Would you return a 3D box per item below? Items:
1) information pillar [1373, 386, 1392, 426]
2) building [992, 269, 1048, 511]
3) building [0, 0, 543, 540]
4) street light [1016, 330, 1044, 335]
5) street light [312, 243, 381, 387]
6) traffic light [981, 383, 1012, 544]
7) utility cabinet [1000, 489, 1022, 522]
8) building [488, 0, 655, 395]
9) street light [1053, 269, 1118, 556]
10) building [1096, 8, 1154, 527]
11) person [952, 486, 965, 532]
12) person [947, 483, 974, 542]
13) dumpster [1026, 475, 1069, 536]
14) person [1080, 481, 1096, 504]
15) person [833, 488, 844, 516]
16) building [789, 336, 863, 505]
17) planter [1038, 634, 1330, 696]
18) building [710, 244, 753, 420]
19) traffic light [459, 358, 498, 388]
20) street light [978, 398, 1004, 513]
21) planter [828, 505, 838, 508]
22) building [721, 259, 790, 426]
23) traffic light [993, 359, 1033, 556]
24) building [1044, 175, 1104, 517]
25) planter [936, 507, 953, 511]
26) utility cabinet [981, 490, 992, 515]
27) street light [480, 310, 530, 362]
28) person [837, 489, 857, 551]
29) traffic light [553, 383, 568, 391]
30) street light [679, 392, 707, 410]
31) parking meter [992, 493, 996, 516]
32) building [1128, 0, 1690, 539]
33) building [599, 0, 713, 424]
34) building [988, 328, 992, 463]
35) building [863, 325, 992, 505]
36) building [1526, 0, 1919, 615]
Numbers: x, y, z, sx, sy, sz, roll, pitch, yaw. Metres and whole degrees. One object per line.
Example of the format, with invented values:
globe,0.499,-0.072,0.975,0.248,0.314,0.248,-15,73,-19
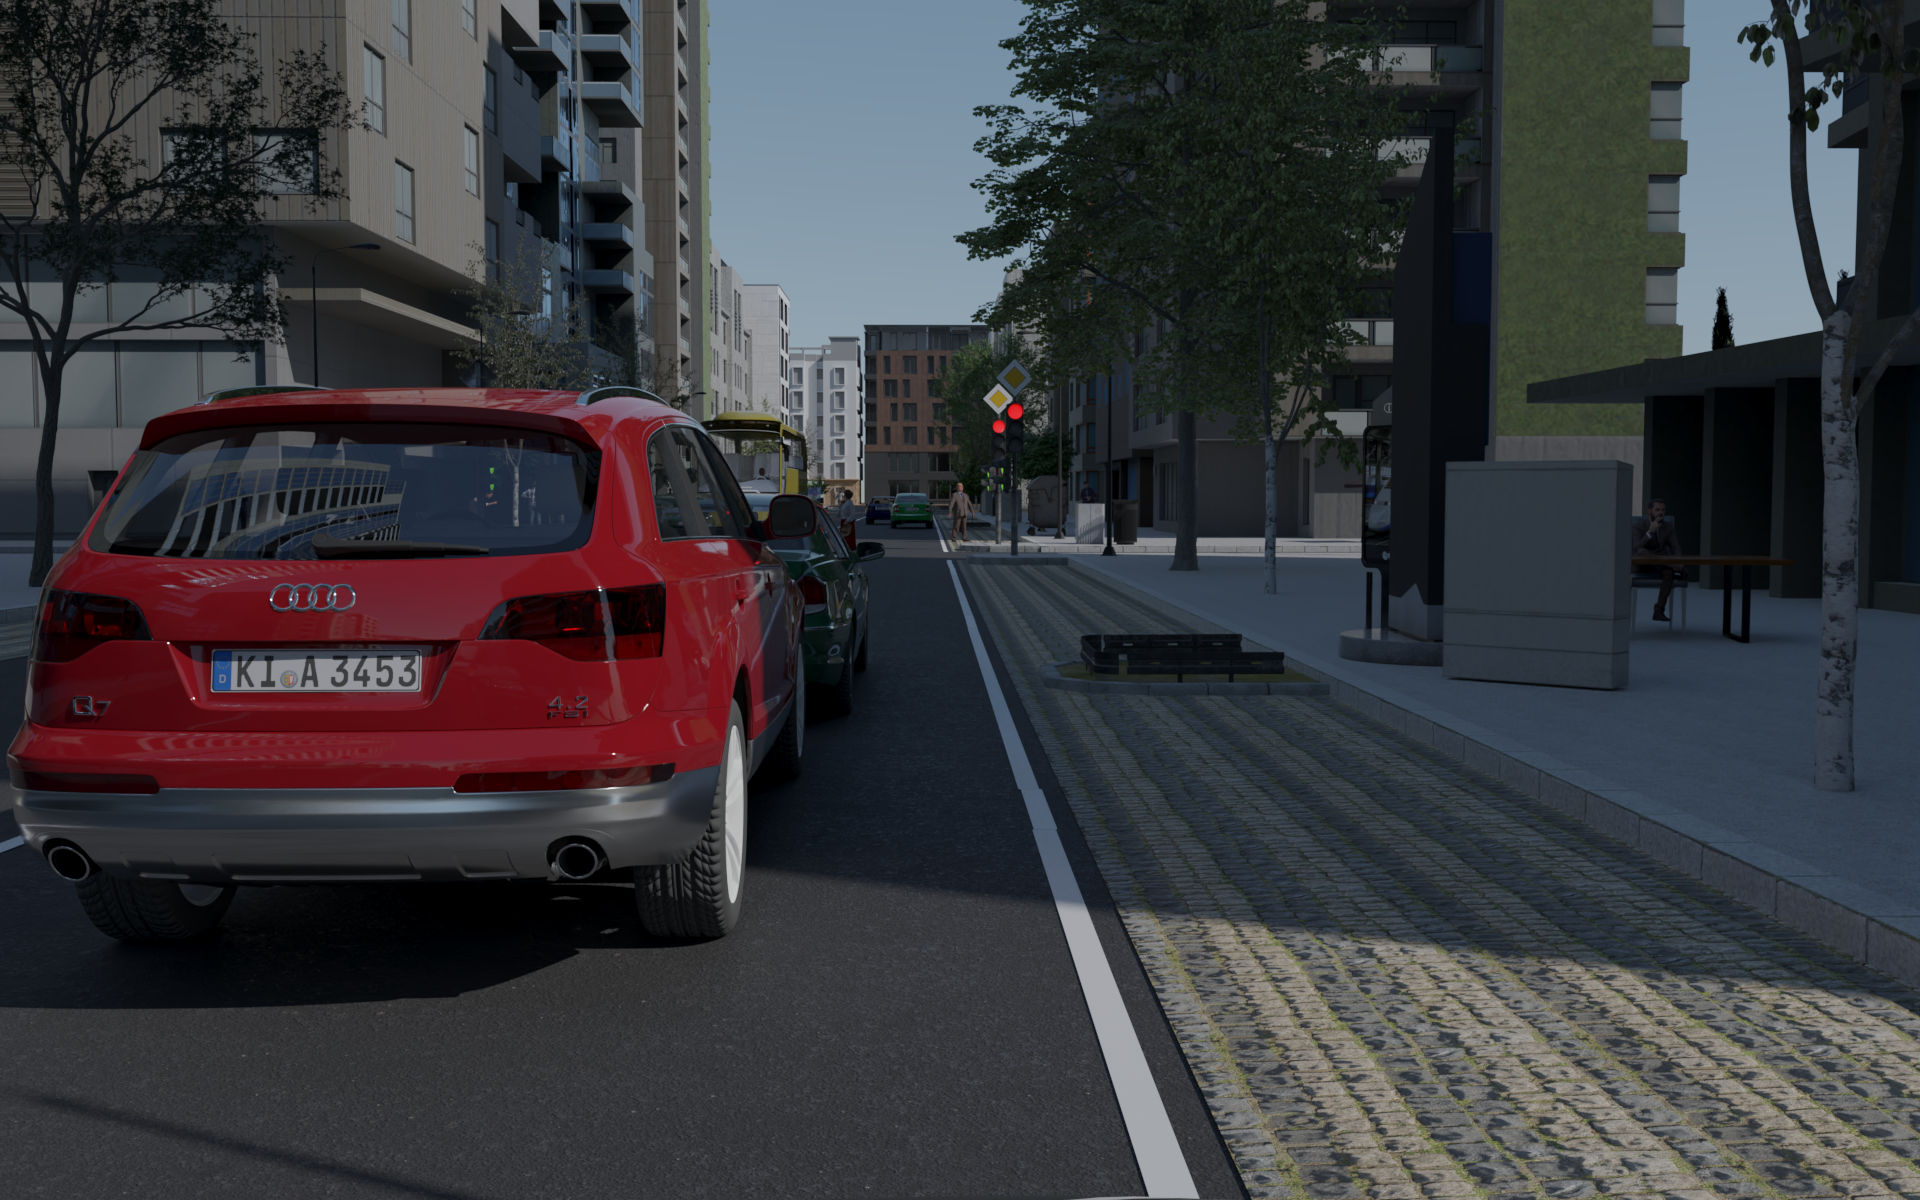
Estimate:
information pillar,8.839,-2.735,36.068,0.504,3.616,0.183,1,4,9
building,11.921,-17.020,144.742,16.747,18.905,31.486,0,4,-1
building,-30.140,-28.696,58.417,28.713,52.752,27.495,0,4,-1
street light,2.297,-4.693,49.273,1.470,5.913,1.316,0,4,-1
street light,-11.401,-3.646,32.150,1.470,5.913,1.316,0,4,-1
traffic light,0.958,-3.371,44.041,0.839,4.253,0.868,0,4,-1
utility cabinet,2.286,-4.255,78.254,0.318,1.500,1.173,-3,5,-40
building,-27.270,-47.338,86.642,22.319,86.520,31.000,0,4,-1
street light,2.563,-3.872,35.842,1.470,5.913,1.316,0,4,-1
building,13.315,-25.805,72.020,14.600,45.320,14.200,0,4,-1
person,-0.009,-3.387,64.564,0.565,1.739,0.600,-1,4,-10
person,0.043,-2.607,51.679,0.990,1.755,0.434,-2,4,-34
dumpster,2.720,-2.939,53.819,1.264,1.857,1.865,0,4,-1
person,4.879,-3.607,65.468,0.683,1.767,0.568,0,4,7
person,-7.736,-6.242,110.701,0.875,1.805,0.789,2,4,33
building,-17.925,-21.871,214.014,11.380,20.091,16.016,0,4,-1
planter,1.613,0.485,13.218,1.991,0.319,1.994,0,4,-1
building,-26.065,-16.402,134.628,16.747,18.905,31.486,0,4,-1
traffic light,-9.922,-2.869,35.822,0.839,4.253,0.868,0,4,-1
street light,1.591,-6.834,84.277,1.470,5.913,1.316,0,4,-1
planter,-12.391,-9.359,174.155,1.991,0.319,1.994,0,4,-1
building,-31.528,-19.723,166.448,27.936,21.610,32.646,0,4,-1
traffic light,1.117,-2.883,36.057,0.839,4.253,0.868,0,4,-1
building,19.895,-15.858,104.317,27.650,21.520,28.899,0,4,-1
planter,-1.037,-7.637,146.001,1.991,0.319,1.994,0,4,-1
utility cabinet,1.625,-5.843,104.208,0.318,1.500,1.173,1,4,23
street light,-11.558,-4.366,43.926,1.470,5.913,1.316,0,4,-1
person,-2.210,-1.422,34.221,0.387,1.526,0.523,-1,4,-23
traffic light,-10.081,-3.357,43.805,0.839,4.253,0.868,0,4,-1
street light,-12.208,-6.498,78.786,1.470,5.913,1.316,0,4,-1
parking meter,2.063,-5.638,100.591,0.372,1.533,0.369,0,3,0
building,13.004,-22.645,53.837,14.086,41.232,14.154,0,4,-1
building,-23.757,-26.117,110.600,14.154,41.232,14.086,0,4,-1
building,11.818,-19.001,177.127,16.747,18.905,31.486,0,4,-1
building,4.478,-22.976,219.637,32.646,21.610,27.936,0,4,-1
building,19.874,-21.845,11.785,22.147,44.769,28.867,0,4,-1
